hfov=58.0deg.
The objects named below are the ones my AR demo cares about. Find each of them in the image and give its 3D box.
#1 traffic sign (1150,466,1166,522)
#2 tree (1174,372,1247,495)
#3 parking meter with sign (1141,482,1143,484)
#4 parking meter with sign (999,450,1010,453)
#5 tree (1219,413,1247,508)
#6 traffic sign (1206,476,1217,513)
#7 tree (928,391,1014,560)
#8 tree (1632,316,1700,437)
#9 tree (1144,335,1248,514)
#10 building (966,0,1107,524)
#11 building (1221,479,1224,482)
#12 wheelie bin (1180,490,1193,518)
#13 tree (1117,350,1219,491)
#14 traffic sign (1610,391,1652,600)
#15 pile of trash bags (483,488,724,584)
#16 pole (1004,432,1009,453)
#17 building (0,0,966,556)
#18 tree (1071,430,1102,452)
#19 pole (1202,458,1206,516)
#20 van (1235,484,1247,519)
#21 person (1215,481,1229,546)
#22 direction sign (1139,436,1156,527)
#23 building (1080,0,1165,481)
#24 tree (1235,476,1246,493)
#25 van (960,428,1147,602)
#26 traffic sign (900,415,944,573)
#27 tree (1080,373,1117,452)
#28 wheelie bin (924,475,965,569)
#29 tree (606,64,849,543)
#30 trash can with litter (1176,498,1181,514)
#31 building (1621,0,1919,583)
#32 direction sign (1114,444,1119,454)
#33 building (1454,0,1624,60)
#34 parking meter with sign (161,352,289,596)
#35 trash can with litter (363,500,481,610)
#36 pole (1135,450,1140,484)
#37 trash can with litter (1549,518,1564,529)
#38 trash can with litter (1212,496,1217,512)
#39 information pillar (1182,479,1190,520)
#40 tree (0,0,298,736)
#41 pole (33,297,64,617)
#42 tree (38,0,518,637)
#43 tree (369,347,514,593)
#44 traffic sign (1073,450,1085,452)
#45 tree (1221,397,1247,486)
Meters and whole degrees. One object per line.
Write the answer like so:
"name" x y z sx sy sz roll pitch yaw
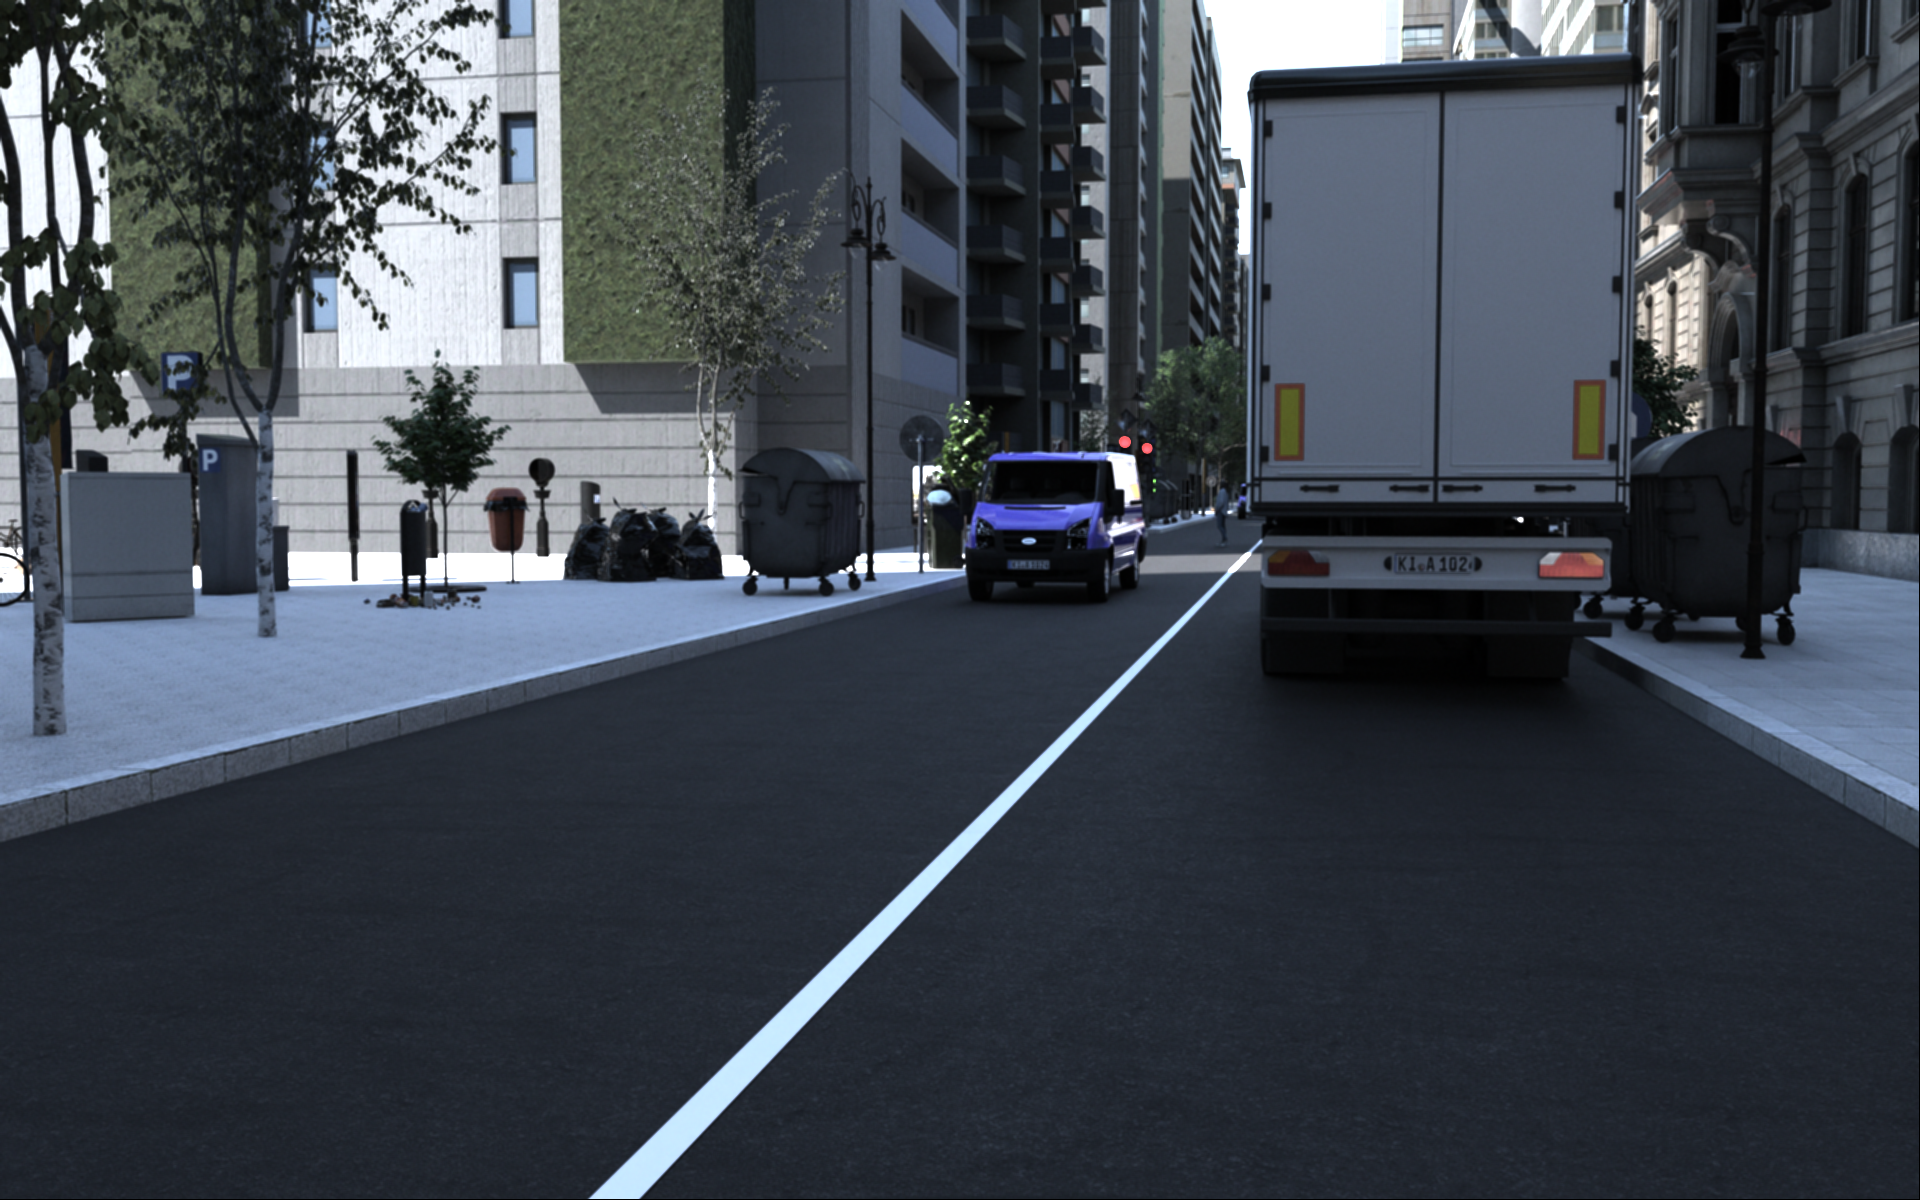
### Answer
"traffic sign" 9.025 -4.836 79.182 0.768 2.556 0.104 1 4 20
"tree" 18.982 -11.651 124.899 7.601 10.594 8.767 0 4 -2
"parking meter with sign" 11.143 -6.828 107.906 1.738 3.016 0.543 2 4 23
"parking meter with sign" 1.193 -4.466 69.272 0.543 3.016 1.738 -3 5 -45
"tree" 20.173 -11.212 133.683 4.360 8.622 3.978 0 3 0
"traffic sign" 17.339 -7.308 119.598 0.768 2.556 0.104 1 4 16
"tree" 0.240 -2.319 32.520 1.663 3.219 1.824 0 3 0
"tree" 10.515 -2.773 29.050 4.285 4.588 4.351 0 3 0
"tree" 15.523 -11.414 112.369 9.928 11.665 9.643 0 3 0
"building" -4.586 -26.374 85.840 22.147 44.769 28.867 1 4 11
"building" 13.624 -30.849 196.268 32.217 40.220 23.993 1 4 11
"wheelie bin" 12.130 -5.191 92.781 0.693 1.594 0.980 0 4 2
"tree" 10.786 -8.522 89.696 4.360 8.622 3.978 0 3 0
"traffic sign" 7.960 -1.279 21.011 0.768 2.556 0.104 1 4 12
"pile of trash bags" -5.358 -0.982 25.815 3.447 1.369 1.912 -2 4 -32
"pole" 1.538 -3.857 56.898 0.158 3.312 0.155 0 3 0
"building" -14.435 -30.834 46.143 28.212 58.520 21.231 1 4 11
"tree" 4.042 -3.523 52.200 1.663 3.219 1.824 0 3 0
"pole" 13.966 -6.446 99.240 0.158 3.312 0.155 0 3 0
"van" 17.123 -5.855 100.107 2.240 2.365 5.245 1 4 13
"person" 7.261 -2.388 47.805 0.793 1.790 0.793 -1 4 -11
"direction sign" 7.269 -4.604 67.270 0.876 3.537 0.379 -3 4 -39
"building" 7.311 -27.131 127.192 14.154 41.232 14.086 1 4 11
"tree" 30.365 -11.731 186.409 1.663 3.219 1.824 0 3 0
"van" 1.441 -1.253 24.869 2.240 2.365 5.245 1 4 12
"traffic sign" -0.629 -1.706 28.002 0.768 2.556 0.104 1 4 19
"tree" 7.620 -9.374 103.631 4.360 8.622 3.978 0 3 0
"wheelie bin" -0.260 -1.330 29.661 0.693 1.594 0.980 -1 4 -10
"tree" -4.207 -4.924 30.872 4.360 8.622 3.978 0 3 0
"trash can with litter" 13.854 -6.018 109.781 1.055 1.170 0.624 -1 4 -16
"building" 20.834 -13.068 32.745 14.460 24.649 34.723 1 4 11
"direction sign" 6.949 -5.315 78.905 0.379 3.537 0.876 3 5 42
"building" 47.864 -26.221 120.586 32.217 40.220 23.993 1 4 11
"parking meter with sign" -9.335 -1.584 22.166 0.543 3.016 1.738 1 4 16
"trash can with litter" -6.143 -0.565 20.302 1.678 1.210 2.233 0 4 5
"pole" 8.222 -5.286 80.275 0.158 3.312 0.155 0 3 0
"trash can with litter" 22.053 -3.157 63.012 0.624 1.170 1.055 3 5 43
"trash can with litter" 18.040 -6.766 122.009 0.624 1.170 1.055 2 4 29
"information pillar" 11.340 -5.042 86.921 0.304 2.012 0.304 -1 4 -22
"tree" -4.983 -3.574 8.797 4.737 8.622 4.395 0 3 0
"pole" -9.460 -1.478 18.005 0.158 3.312 0.155 0 3 0
"tree" -6.216 -3.989 15.590 4.360 8.622 3.978 0 3 0
"tree" -6.877 -1.736 22.984 1.663 3.219 1.824 0 3 0
"traffic sign" 3.437 -3.055 50.055 0.768 2.556 0.104 1 4 14
"tree" 36.212 -18.762 213.410 9.857 13.997 8.962 0 3 0
